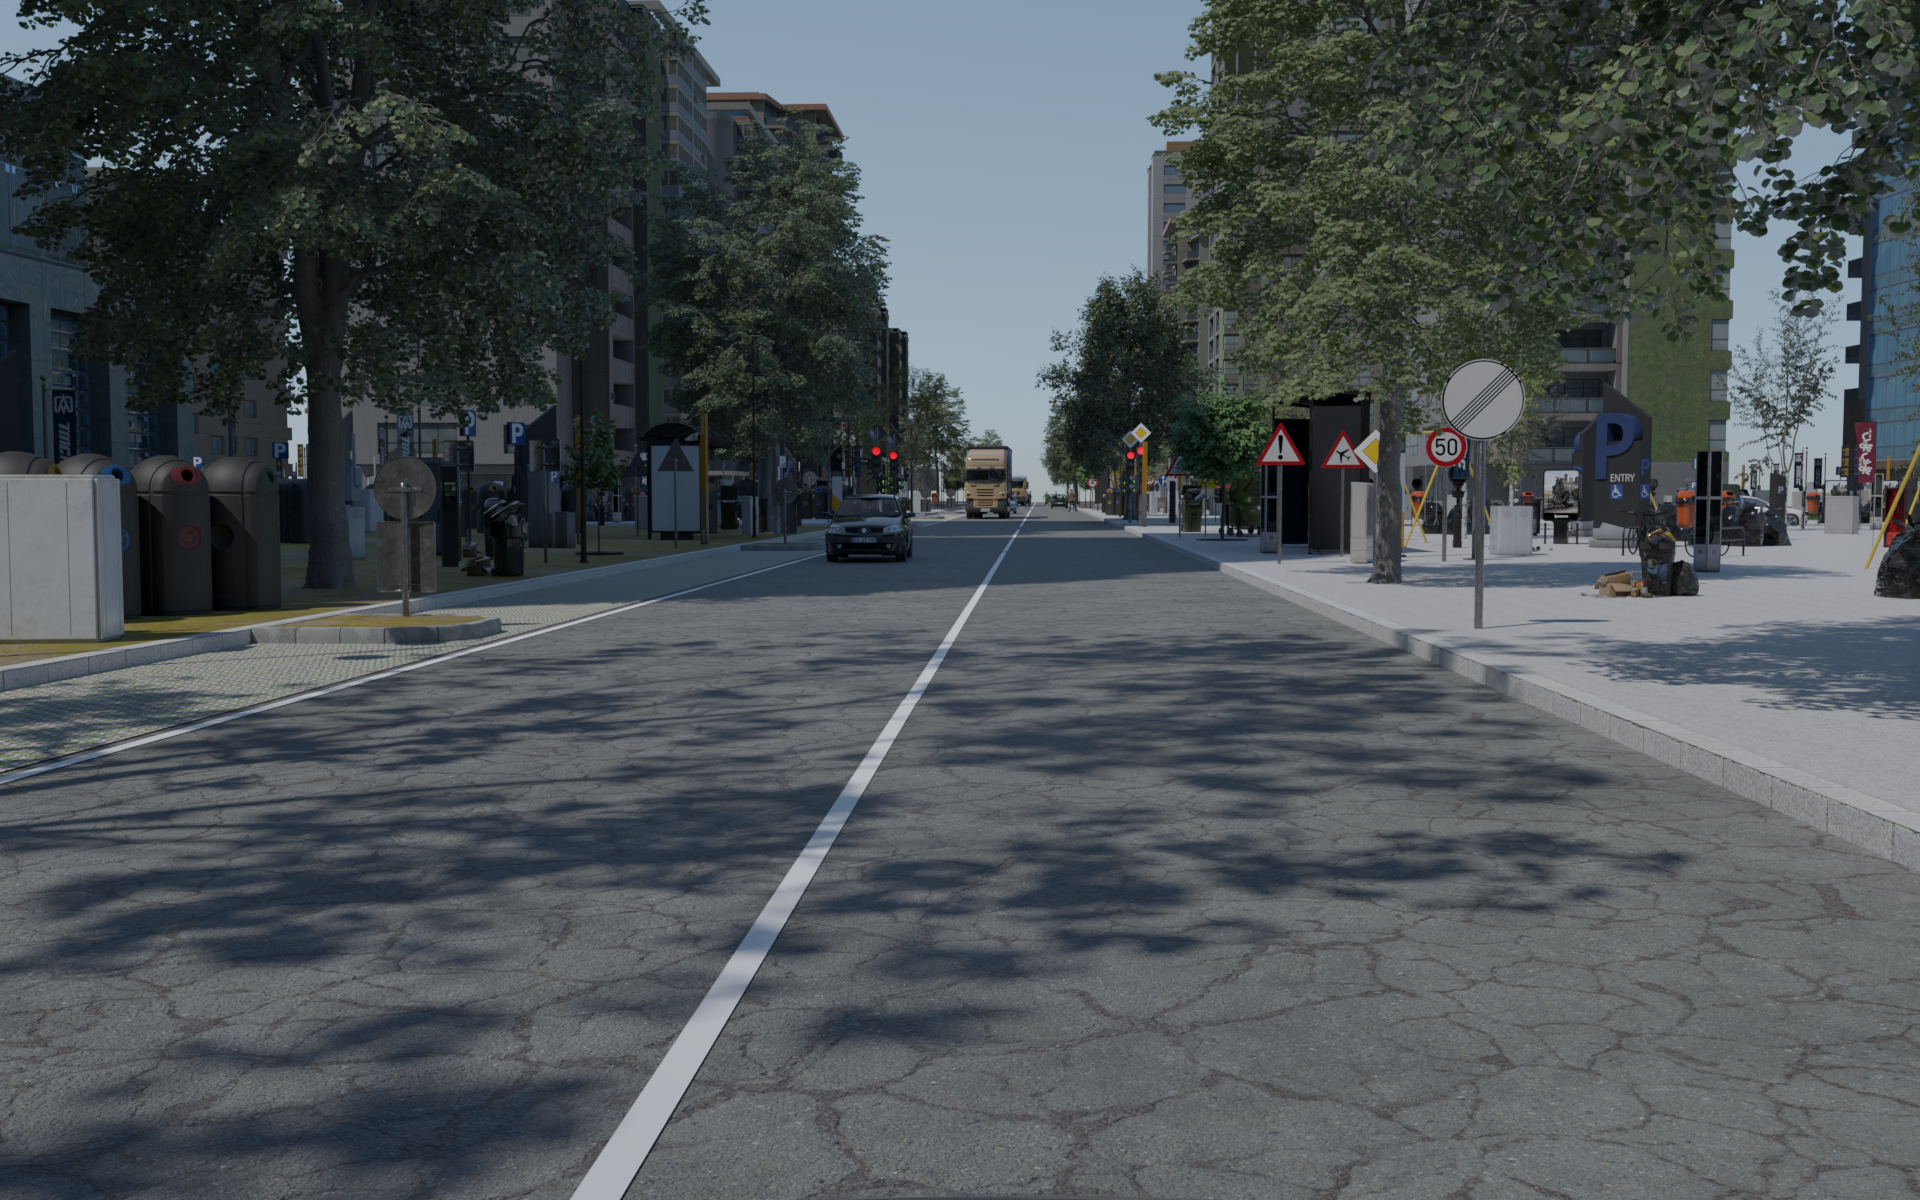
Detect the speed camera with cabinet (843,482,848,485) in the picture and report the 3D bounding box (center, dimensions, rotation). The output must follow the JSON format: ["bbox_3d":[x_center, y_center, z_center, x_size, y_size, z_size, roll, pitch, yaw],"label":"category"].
[{"bbox_3d":[-8.330,-8.830,138.709,2.038,3.252,0.660,-1,4,-18],"label":"speed camera with cabinet"}]

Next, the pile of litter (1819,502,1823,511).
[{"bbox_3d":[58.327,-6.326,117.396,1.176,0.858,1.719,-1,4,-15],"label":"pile of litter"}]

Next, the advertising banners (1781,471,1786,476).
[{"bbox_3d":[61.766,-8.265,131.322,2.074,3.025,0.090,-1,4,-13],"label":"advertising banners"}]

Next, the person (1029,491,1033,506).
[{"bbox_3d":[8.741,-12.622,214.863,0.705,1.824,1.348,-1,4,-18],"label":"person"}]

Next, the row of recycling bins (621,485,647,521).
[{"bbox_3d":[-14.393,-4.628,82.782,3.534,1.692,1.069,-1,4,-10],"label":"row of recycling bins"}]

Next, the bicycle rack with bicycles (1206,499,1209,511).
[{"bbox_3d":[18.273,-6.499,119.639,2.852,0.926,2.925,-1,4,-16],"label":"bicycle rack with bicycles"}]

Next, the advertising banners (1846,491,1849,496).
[{"bbox_3d":[32.788,-4.102,63.257,2.074,3.025,0.090,-3,5,-45],"label":"advertising banners"}]

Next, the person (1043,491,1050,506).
[{"bbox_3d":[10.474,-12.260,209.500,0.990,1.755,0.434,1,4,19],"label":"person"}]

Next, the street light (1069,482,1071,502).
[{"bbox_3d":[15.430,-16.107,236.129,0.468,5.910,1.993,0,4,3],"label":"street light"}]

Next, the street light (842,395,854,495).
[{"bbox_3d":[-4.955,-6.384,77.174,0.468,5.910,1.993,0,4,3],"label":"street light"}]

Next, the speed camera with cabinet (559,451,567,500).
[{"bbox_3d":[-16.350,-4.545,68.638,2.038,3.252,0.660,0,4,0],"label":"speed camera with cabinet"}]

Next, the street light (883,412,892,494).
[{"bbox_3d":[-4.017,-7.504,95.486,0.468,5.910,1.993,0,4,3],"label":"street light"}]

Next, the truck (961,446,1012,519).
[{"bbox_3d":[1.725,-6.979,103.026,2.839,4.237,11.283,0,4,3],"label":"truck"}]

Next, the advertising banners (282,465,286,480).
[{"bbox_3d":[-40.115,-6.570,103.610,0.090,3.025,2.074,0,4,0],"label":"advertising banners"}]

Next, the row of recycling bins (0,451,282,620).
[{"bbox_3d":[-8.652,-0.671,18.079,1.069,1.692,3.534,2,4,24],"label":"row of recycling bins"}]

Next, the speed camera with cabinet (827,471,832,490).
[{"bbox_3d":[-11.475,-9.552,150.515,0.660,3.252,2.038,2,4,27],"label":"speed camera with cabinet"}]

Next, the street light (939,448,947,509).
[{"bbox_3d":[-1.442,-11.087,154.051,0.468,5.910,1.993,0,4,3],"label":"street light"}]

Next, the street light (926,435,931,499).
[{"bbox_3d":[-2.315,-9.757,132.310,0.468,5.910,1.993,0,4,3],"label":"street light"}]

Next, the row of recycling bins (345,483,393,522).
[{"bbox_3d":[-22.919,-3.634,66.533,1.069,1.692,3.534,3,5,41],"label":"row of recycling bins"}]

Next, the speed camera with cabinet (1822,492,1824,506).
[{"bbox_3d":[60.601,-7.646,119.352,0.660,3.252,2.038,-3,5,-45],"label":"speed camera with cabinet"}]

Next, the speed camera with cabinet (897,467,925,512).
[{"bbox_3d":[-3.594,-8.146,127.525,2.038,3.252,0.660,-1,4,-16],"label":"speed camera with cabinet"}]

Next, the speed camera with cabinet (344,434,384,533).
[{"bbox_3d":[-19.889,-3.858,57.415,0.660,3.252,2.038,1,4,10],"label":"speed camera with cabinet"}]

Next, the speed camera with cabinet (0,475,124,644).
[{"bbox_3d":[-8.425,-1.262,14.965,2.038,3.252,0.660,0,4,-7],"label":"speed camera with cabinet"}]

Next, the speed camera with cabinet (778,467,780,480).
[{"bbox_3d":[-12.311,-7.981,124.822,2.038,3.252,0.660,1,4,14],"label":"speed camera with cabinet"}]

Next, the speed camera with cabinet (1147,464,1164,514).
[{"bbox_3d":[12.766,-7.289,113.512,0.660,3.252,2.038,-2,4,-27],"label":"speed camera with cabinet"}]

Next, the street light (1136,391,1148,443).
[{"bbox_3d":[8.051,-6.360,76.780,0.468,5.910,1.993,0,4,3],"label":"street light"}]

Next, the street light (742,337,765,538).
[{"bbox_3d":[-6.075,-4.784,51.012,0.468,5.910,1.993,0,4,3],"label":"street light"}]

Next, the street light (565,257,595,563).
[{"bbox_3d":[-7.006,-3.626,32.076,0.468,5.910,1.993,0,4,3],"label":"street light"}]

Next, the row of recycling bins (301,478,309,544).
[{"bbox_3d":[-17.762,-2.387,46.148,1.069,1.692,3.534,-3,4,-37],"label":"row of recycling bins"}]

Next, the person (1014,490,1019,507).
[{"bbox_3d":[6.242,-11.076,189.455,0.599,1.838,0.709,2,4,32],"label":"person"}]

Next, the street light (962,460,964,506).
[{"bbox_3d":[0.347,-13.333,190.782,0.468,5.910,1.993,0,4,3],"label":"street light"}]

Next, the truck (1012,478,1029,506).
[{"bbox_3d":[6.502,-12.768,204.686,3.469,3.379,9.791,0,4,4],"label":"truck"}]

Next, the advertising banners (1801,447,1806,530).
[{"bbox_3d":[30.850,-4.109,63.372,0.090,3.025,2.074,2,4,23],"label":"advertising banners"}]

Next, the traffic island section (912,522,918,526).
[{"bbox_3d":[-2.949,-3.345,76.971,2.009,0.180,2.903,0,4,3],"label":"traffic island section"}]

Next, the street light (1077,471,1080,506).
[{"bbox_3d":[14.125,-14.410,208.392,0.468,5.910,1.993,0,4,3],"label":"street light"}]

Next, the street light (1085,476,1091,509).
[{"bbox_3d":[12.417,-12.136,171.213,0.468,5.910,1.993,0,4,3],"label":"street light"}]

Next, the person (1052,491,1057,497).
[{"bbox_3d":[12.653,-13.442,228.351,1.350,1.814,0.705,0,4,-8],"label":"person"}]

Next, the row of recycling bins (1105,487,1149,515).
[{"bbox_3d":[10.024,-5.949,104.375,1.069,1.692,3.534,-2,4,-33],"label":"row of recycling bins"}]

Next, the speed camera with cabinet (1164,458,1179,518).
[{"bbox_3d":[11.650,-6.139,94.707,0.660,3.252,2.038,0,4,5],"label":"speed camera with cabinet"}]

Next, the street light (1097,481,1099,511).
[{"bbox_3d":[10.585,-9.783,132.743,0.468,5.910,1.993,0,4,3],"label":"street light"}]

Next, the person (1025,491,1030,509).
[{"bbox_3d":[6.685,-9.920,171.226,0.617,1.759,0.750,0,4,-4],"label":"person"}]

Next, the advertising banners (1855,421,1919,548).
[{"bbox_3d":[22.315,-2.755,41.227,0.090,3.025,2.074,-3,5,-39],"label":"advertising banners"}]

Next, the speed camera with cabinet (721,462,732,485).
[{"bbox_3d":[-14.230,-6.887,106.943,0.660,3.252,2.038,-1,4,-23],"label":"speed camera with cabinet"}]

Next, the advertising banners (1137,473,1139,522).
[{"bbox_3d":[8.161,-5.094,79.478,0.090,3.025,2.074,0,4,6],"label":"advertising banners"}]

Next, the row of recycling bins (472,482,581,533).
[{"bbox_3d":[-14.180,-3.068,57.271,3.534,1.692,1.069,-1,4,-11],"label":"row of recycling bins"}]

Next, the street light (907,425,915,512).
[{"bbox_3d":[-3.209,-8.625,113.804,0.468,5.910,1.993,0,4,3],"label":"street light"}]

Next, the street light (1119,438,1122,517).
[{"bbox_3d":[8.881,-7.522,95.771,0.468,5.910,1.993,0,4,3],"label":"street light"}]

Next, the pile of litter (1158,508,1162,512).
[{"bbox_3d":[13.999,-6.829,125.627,1.719,0.858,1.176,-2,4,-28],"label":"pile of litter"}]

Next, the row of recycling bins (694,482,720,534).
[{"bbox_3d":[-8.635,-3.086,57.570,1.069,1.692,3.534,-1,4,-15],"label":"row of recycling bins"}]

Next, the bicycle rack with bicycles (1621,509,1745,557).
[{"bbox_3d":[14.810,-1.379,35.922,2.925,0.926,2.852,-3,5,-43],"label":"bicycle rack with bicycles"}]

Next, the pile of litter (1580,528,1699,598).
[{"bbox_3d":[8.594,-0.486,21.905,1.719,0.858,1.176,-1,4,-11],"label":"pile of litter"}]

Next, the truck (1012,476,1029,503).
[{"bbox_3d":[8.970,-16.444,258.623,2.967,4.110,18.799,0,4,4],"label":"truck"}]

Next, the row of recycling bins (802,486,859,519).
[{"bbox_3d":[-6.726,-4.986,88.641,3.534,1.692,1.069,2,4,25],"label":"row of recycling bins"}]

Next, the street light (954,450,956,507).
[{"bbox_3d":[-0.502,-12.213,172.466,0.468,5.910,1.993,0,4,3],"label":"street light"}]

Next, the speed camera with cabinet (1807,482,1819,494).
[{"bbox_3d":[63.095,-8.183,128.129,0.660,3.252,2.038,2,4,34],"label":"speed camera with cabinet"}]

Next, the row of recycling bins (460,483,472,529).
[{"bbox_3d":[-16.929,-3.509,64.478,3.534,1.692,1.069,0,4,2],"label":"row of recycling bins"}]
